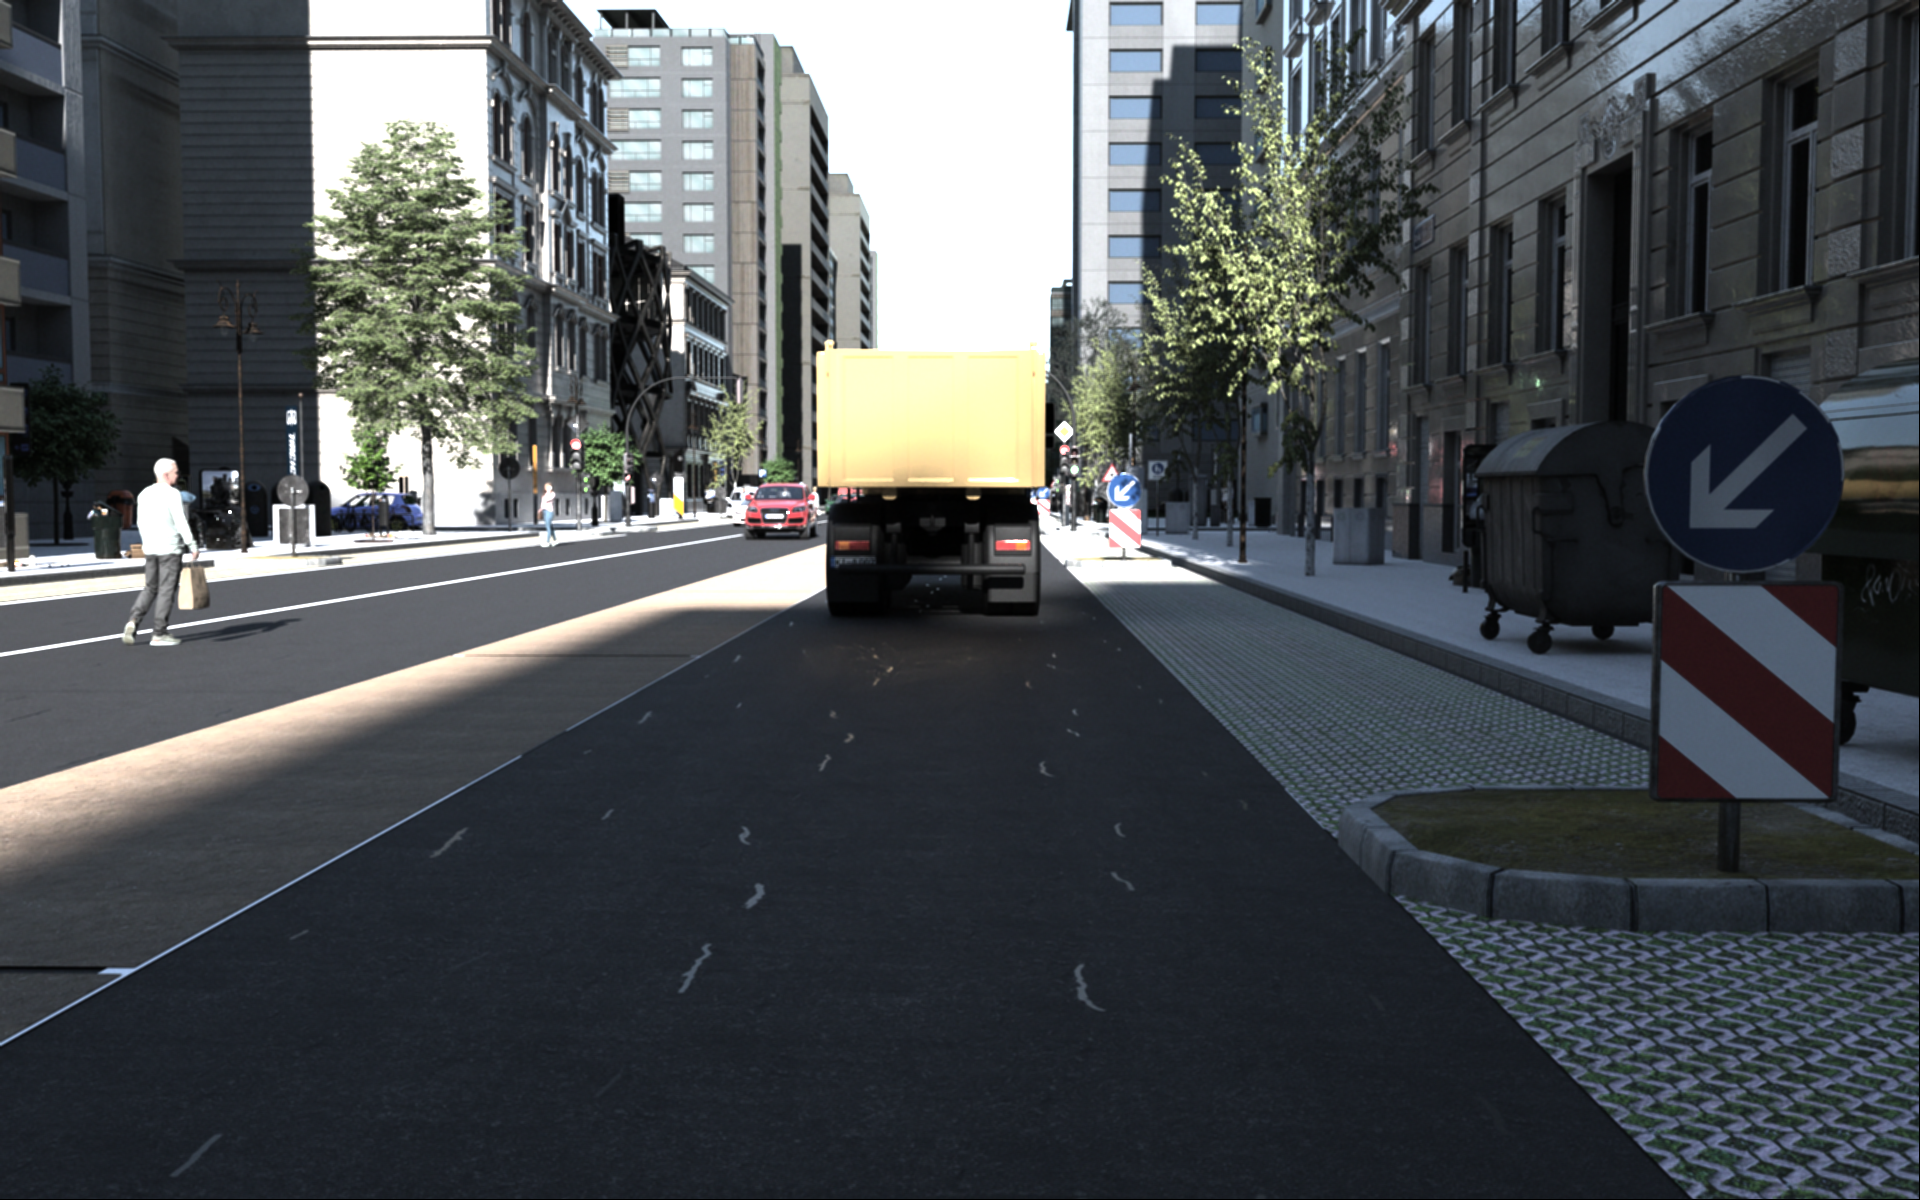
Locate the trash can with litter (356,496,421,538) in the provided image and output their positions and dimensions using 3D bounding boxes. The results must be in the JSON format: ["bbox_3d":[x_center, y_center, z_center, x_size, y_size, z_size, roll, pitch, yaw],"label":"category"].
[{"bbox_3d":[-17.110,-2.460,51.275,1.678,1.210,2.233,-3,5,-41],"label":"trash can with litter"}]

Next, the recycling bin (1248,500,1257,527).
[{"bbox_3d":[11.888,-3.433,68.680,0.722,1.027,0.722,2,4,32],"label":"recycling bin"}]

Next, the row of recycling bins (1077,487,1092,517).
[{"bbox_3d":[6.965,-5.572,98.213,1.069,1.692,3.534,0,4,0],"label":"row of recycling bins"}]

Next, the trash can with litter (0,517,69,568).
[{"bbox_3d":[-17.135,-1.212,30.876,2.233,1.210,1.678,3,4,37],"label":"trash can with litter"}]

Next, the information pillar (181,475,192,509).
[{"bbox_3d":[-30.344,-3.883,67.976,0.304,2.012,0.304,-1,4,-11],"label":"information pillar"}]

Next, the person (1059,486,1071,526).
[{"bbox_3d":[4.259,-3.731,69.924,0.576,1.772,0.534,-1,4,-18],"label":"person"}]

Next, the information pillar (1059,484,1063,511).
[{"bbox_3d":[7.575,-7.624,129.141,0.304,2.012,0.304,2,4,34],"label":"information pillar"}]

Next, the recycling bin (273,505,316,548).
[{"bbox_3d":[-15.995,-1.778,41.622,0.722,1.027,0.722,3,4,36],"label":"recycling bin"}]

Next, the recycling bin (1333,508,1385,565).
[{"bbox_3d":[7.303,-1.172,31.710,0.722,1.027,0.722,3,4,38],"label":"recycling bin"}]

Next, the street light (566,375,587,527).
[{"bbox_3d":[-14.937,-5.798,67.585,0.468,5.910,1.993,0,4,1],"label":"street light"}]

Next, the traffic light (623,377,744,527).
[{"bbox_3d":[-10.803,-5.665,67.295,4.771,5.953,1.251,0,4,1],"label":"traffic light"}]

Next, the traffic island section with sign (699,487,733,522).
[{"bbox_3d":[-12.486,-4.998,90.337,1.989,1.847,2.006,0,4,1],"label":"traffic island section with sign"}]

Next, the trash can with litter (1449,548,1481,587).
[{"bbox_3d":[7.132,-0.770,23.978,0.624,1.170,1.055,-1,4,-16],"label":"trash can with litter"}]

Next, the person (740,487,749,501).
[{"bbox_3d":[-11.594,-5.213,93.991,0.793,1.790,0.793,0,4,-4],"label":"person"}]

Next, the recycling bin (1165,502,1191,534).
[{"bbox_3d":[7.042,-2.654,55.947,0.722,1.027,0.722,1,4,15],"label":"recycling bin"}]

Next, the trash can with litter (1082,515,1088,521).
[{"bbox_3d":[6.248,-4.287,81.487,1.055,1.170,0.624,1,4,12],"label":"trash can with litter"}]

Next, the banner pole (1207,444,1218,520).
[{"bbox_3d":[12.654,-5.889,86.297,0.401,3.779,0.863,-1,4,-18],"label":"banner pole"}]

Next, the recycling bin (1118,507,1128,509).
[{"bbox_3d":[10.700,-6.076,111.901,0.722,1.027,0.722,-1,4,-21],"label":"recycling bin"}]

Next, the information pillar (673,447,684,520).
[{"bbox_3d":[-14.136,-5.851,87.016,0.504,3.616,0.183,-2,4,-27],"label":"information pillar"}]

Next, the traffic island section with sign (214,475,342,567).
[{"bbox_3d":[-13.575,-1.598,34.757,1.989,1.847,2.006,0,4,1],"label":"traffic island section with sign"}]

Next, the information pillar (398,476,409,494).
[{"bbox_3d":[-22.447,-4.001,69.913,0.304,2.012,0.304,1,4,21],"label":"information pillar"}]

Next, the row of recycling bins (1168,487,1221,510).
[{"bbox_3d":[13.332,-5.441,96.075,3.534,1.692,1.069,0,4,2],"label":"row of recycling bins"}]

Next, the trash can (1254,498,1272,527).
[{"bbox_3d":[11.653,-3.365,66.669,0.748,1.137,0.748,0,3,0],"label":"trash can"}]

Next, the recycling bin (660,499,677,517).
[{"bbox_3d":[-16.162,-5.100,95.939,0.722,1.027,0.722,1,4,14],"label":"recycling bin"}]

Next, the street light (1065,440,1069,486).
[{"bbox_3d":[6.972,-8.697,114.990,0.468,5.910,1.993,0,4,1],"label":"street light"}]

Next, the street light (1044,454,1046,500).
[{"bbox_3d":[8.026,-11.725,164.488,0.468,5.910,1.993,0,4,1],"label":"street light"}]

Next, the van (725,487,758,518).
[{"bbox_3d":[-12.136,-5.548,97.713,2.013,2.044,4.112,0,4,1],"label":"van"}]

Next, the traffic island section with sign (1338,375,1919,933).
[{"bbox_3d":[2.530,0.126,6.572,1.989,1.847,2.006,0,4,1],"label":"traffic island section with sign"}]

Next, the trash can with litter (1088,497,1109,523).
[{"bbox_3d":[6.311,-3.955,76.059,0.624,1.170,1.055,3,5,43],"label":"trash can with litter"}]

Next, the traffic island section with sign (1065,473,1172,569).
[{"bbox_3d":[3.073,-1.556,34.065,1.989,1.847,2.006,0,4,1],"label":"traffic island section with sign"}]

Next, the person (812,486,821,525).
[{"bbox_3d":[-6.673,-4.300,79.165,0.624,1.780,0.694,-2,4,-29],"label":"person"}]

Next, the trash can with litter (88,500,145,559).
[{"bbox_3d":[-16.636,-1.401,34.287,1.055,1.170,0.624,-3,5,-39],"label":"trash can with litter"}]

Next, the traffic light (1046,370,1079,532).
[{"bbox_3d":[1.761,-5.152,58.902,4.771,5.953,1.251,0,4,1],"label":"traffic light"}]

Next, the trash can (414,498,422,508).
[{"bbox_3d":[-21.594,-3.467,68.334,0.748,1.137,0.748,0,3,0],"label":"trash can"}]

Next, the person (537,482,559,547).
[{"bbox_3d":[-11.255,-2.350,47.519,0.643,1.750,0.593,-3,5,-41],"label":"person"}]

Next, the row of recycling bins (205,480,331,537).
[{"bbox_3d":[-20.919,-2.770,52.397,3.534,1.692,1.069,-2,4,-25],"label":"row of recycling bins"}]

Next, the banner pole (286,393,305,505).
[{"bbox_3d":[-16.502,-3.246,43.090,0.863,3.779,0.401,2,4,34],"label":"banner pole"}]

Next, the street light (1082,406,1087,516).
[{"bbox_3d":[6.428,-7.081,88.556,0.468,5.910,1.993,0,4,1],"label":"street light"}]

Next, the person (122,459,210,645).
[{"bbox_3d":[-7.505,-0.452,16.379,0.782,1.767,0.515,2,4,24],"label":"person"}]

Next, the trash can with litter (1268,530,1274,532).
[{"bbox_3d":[11.122,-2.892,58.336,1.678,1.210,2.233,-1,4,-14],"label":"trash can with litter"}]

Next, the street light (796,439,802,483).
[{"bbox_3d":[-13.436,-10.480,144.127,0.468,5.910,1.993,0,4,1],"label":"street light"}]

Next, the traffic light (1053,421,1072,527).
[{"bbox_3d":[4.012,-4.775,66.985,0.839,4.253,0.868,0,4,1],"label":"traffic light"}]

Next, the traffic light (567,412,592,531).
[{"bbox_3d":[-13.054,-4.306,59.318,0.839,4.253,0.868,0,4,1],"label":"traffic light"}]

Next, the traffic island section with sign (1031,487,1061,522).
[{"bbox_3d":[4.155,-4.902,88.771,1.989,1.847,2.006,0,4,1],"label":"traffic island section with sign"}]

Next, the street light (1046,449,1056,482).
[{"bbox_3d":[7.543,-10.314,141.423,0.468,5.910,1.993,0,4,1],"label":"street light"}]
